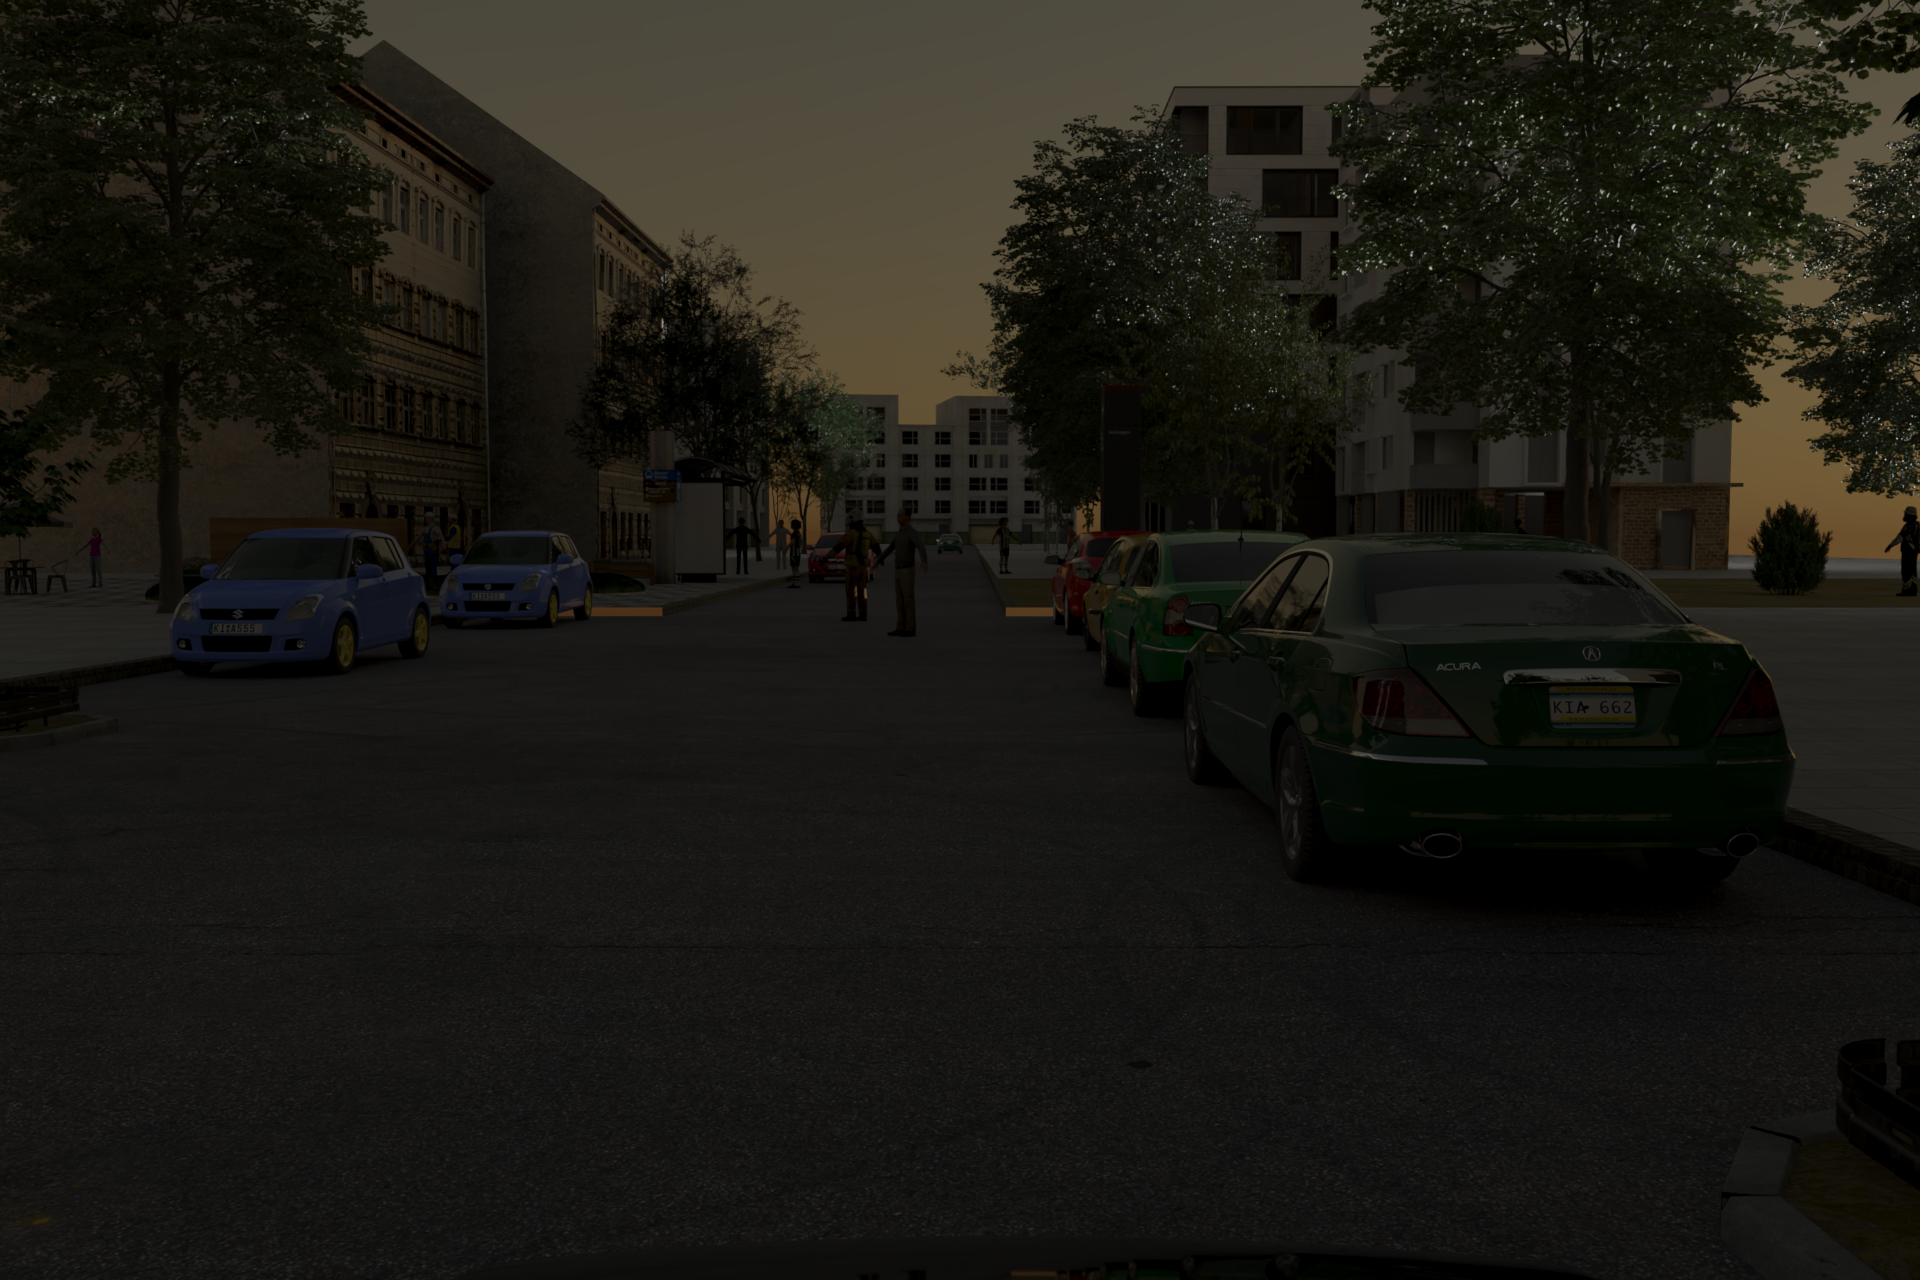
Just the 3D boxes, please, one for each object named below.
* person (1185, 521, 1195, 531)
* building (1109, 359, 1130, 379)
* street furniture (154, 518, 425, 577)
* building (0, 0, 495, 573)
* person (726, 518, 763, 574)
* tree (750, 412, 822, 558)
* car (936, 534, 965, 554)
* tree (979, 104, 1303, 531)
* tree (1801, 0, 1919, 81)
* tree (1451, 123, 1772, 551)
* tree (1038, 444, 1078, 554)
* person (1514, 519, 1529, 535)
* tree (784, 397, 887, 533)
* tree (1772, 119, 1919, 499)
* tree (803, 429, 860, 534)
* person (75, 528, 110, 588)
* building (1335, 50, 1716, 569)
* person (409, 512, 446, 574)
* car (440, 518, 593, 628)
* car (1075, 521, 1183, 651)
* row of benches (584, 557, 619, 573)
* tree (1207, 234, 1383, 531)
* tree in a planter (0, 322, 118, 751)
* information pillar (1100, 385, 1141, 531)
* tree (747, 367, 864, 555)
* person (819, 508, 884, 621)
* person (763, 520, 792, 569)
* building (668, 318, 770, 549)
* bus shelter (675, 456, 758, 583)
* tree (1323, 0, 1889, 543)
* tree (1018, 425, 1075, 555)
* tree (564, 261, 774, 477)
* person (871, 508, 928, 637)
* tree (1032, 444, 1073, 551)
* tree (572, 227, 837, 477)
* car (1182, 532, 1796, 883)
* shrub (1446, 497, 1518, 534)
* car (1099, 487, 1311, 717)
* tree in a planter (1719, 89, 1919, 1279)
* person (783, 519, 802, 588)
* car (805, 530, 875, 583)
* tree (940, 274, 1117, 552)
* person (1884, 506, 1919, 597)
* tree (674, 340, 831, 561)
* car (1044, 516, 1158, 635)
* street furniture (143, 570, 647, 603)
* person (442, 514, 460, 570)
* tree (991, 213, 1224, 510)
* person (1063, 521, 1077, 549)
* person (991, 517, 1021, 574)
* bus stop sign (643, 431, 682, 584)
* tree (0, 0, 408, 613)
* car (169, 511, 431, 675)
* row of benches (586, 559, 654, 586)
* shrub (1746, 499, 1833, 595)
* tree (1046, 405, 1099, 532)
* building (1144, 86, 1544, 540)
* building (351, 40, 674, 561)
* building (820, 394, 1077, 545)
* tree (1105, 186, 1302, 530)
[{"bbox_3d":[8.425,-3.493,63.578,1.216,1.772,0.721,-1,4,-13],"label":"person"},{"bbox_3d":[23.976,-18.459,168.256,16.747,18.905,31.486,0,3,0],"label":"building"},{"bbox_3d":[-19.655,-2.523,48.103,9.812,1.723,11.010,-1,4,-23],"label":"street furniture"},{"bbox_3d":[-29.698,-14.336,65.316,19.493,23.208,18.063,0,4,1],"label":"building"},{"bbox_3d":[-6.936,-2.991,55.097,1.347,1.806,0.705,0,4,-7],"label":"person"},{"bbox_3d":[-10.150,-8.831,94.756,4.360,8.622,3.978,0,3,0],"label":"tree"},{"bbox_3d":[-0.704,-7.001,126.265,2.131,1.459,4.920,0,4,1],"label":"car"},{"bbox_3d":[5.483,-8.896,52.112,9.857,13.997,8.962,0,3,0],"label":"tree"},{"bbox_3d":[7.992,-5.605,9.762,7.486,12.596,7.792,0,3,0],"label":"tree"},{"bbox_3d":[16.534,-7.252,44.319,9.928,11.665,9.643,0,3,0],"label":"tree"},{"bbox_3d":[6.542,-9.900,112.223,4.737,8.622,4.395,0,3,0],"label":"tree"},{"bbox_3d":[17.099,-2.827,52.937,0.721,1.740,1.216,-3,5,-42],"label":"person"},{"bbox_3d":[-9.556,-12.379,128.155,9.928,11.665,9.643,0,3,0],"label":"tree"},{"bbox_3d":[27.902,-8.644,47.988,9.857,13.997,8.962,0,3,0],"label":"tree"},{"bbox_3d":[-9.211,-10.370,119.905,4.737,8.622,4.395,0,3,0],"label":"tree"},{"bbox_3d":[-20.562,-1.948,41.111,0.991,1.433,0.599,1,4,17],"label":"person"},{"bbox_3d":[21.455,-13.309,74.030,16.016,20.090,11.380,0,4,0],"label":"building"},{"bbox_3d":[-13.534,-2.344,44.174,1.347,1.847,0.705,2,4,33],"label":"person"},{"bbox_3d":[-7.037,-1.103,27.618,1.945,1.707,3.694,0,4,0],"label":"car"},{"bbox_3d":[2.389,-0.604,20.105,2.015,1.641,3.980,0,4,-1],"label":"car"},{"bbox_3d":[-10.882,-1.873,46.093,4.104,0.672,1.422,-1,4,-17],"label":"row of benches"},{"bbox_3d":[8.285,-5.701,43.568,4.737,8.622,4.395,0,3,0],"label":"tree"},{"bbox_3d":[-7.125,-0.906,12.033,1.991,3.239,1.994,0,4,0],"label":"tree in a planter"},{"bbox_3d":[2.823,-2.516,30.516,0.750,3.857,0.750,0,4,-2],"label":"information pillar"},{"bbox_3d":[-9.857,-11.188,108.680,9.928,11.665,9.643,0,3,0],"label":"tree"},{"bbox_3d":[-1.728,-1.241,28.524,1.354,1.858,0.705,-3,5,-43],"label":"person"},{"bbox_3d":[-6.520,-3.488,63.215,1.347,1.806,0.705,0,4,-3],"label":"person"},{"bbox_3d":[-27.623,-17.769,156.983,16.747,18.905,31.486,0,4,1],"label":"building"},{"bbox_3d":[-6.921,-3.305,47.963,2.014,3.302,5.546,0,4,0],"label":"bus shelter"},{"bbox_3d":[8.873,-6.512,24.599,7.486,12.596,7.792,0,3,0],"label":"tree"},{"bbox_3d":[5.487,-9.625,107.728,4.360,8.622,3.978,0,3,0],"label":"tree"},{"bbox_3d":[-9.820,-7.601,58.684,7.601,10.594,8.767,-1,4,-14],"label":"tree"},{"bbox_3d":[-0.798,-0.952,24.289,0.705,1.796,1.348,-2,4,-35],"label":"person"},{"bbox_3d":[6.052,-8.982,97.216,4.737,8.622,4.395,0,3,0],"label":"tree"},{"bbox_3d":[-10.179,-9.724,69.357,12.009,13.543,11.850,0,3,0],"label":"tree"},{"bbox_3d":[2.248,0.198,8.555,2.131,1.459,4.920,0,4,-1],"label":"car"},{"bbox_3d":[10.825,-1.964,36.157,1.661,2.075,1.752,0,3,0],"label":"shrub"},{"bbox_3d":[2.233,-0.378,14.970,1.959,1.807,4.718,0,4,-1],"label":"car"},{"bbox_3d":[2.541,-0.356,3.045,1.991,3.239,1.994,0,4,0],"label":"tree in a planter"},{"bbox_3d":[-4.389,-2.279,45.868,0.704,1.843,1.345,1,4,10],"label":"person"},{"bbox_3d":[-3.544,-2.634,52.108,2.155,1.783,4.494,0,4,0],"label":"car"},{"bbox_3d":[4.948,-16.551,126.504,12.611,20.169,13.585,0,3,0],"label":"tree"},{"bbox_3d":[19.535,-1.828,35.671,1.354,1.856,0.705,-2,4,-31],"label":"person"},{"bbox_3d":[-9.689,-8.997,81.518,7.601,10.594,8.767,3,5,45],"label":"tree"},{"bbox_3d":[2.376,-1.043,26.096,2.155,1.783,4.494,0,4,0],"label":"car"},{"bbox_3d":[-11.753,-1.274,36.449,10.072,0.657,5.734,-2,4,-30],"label":"street furniture"},{"bbox_3d":[-13.922,-2.541,47.517,0.705,1.833,1.349,0,4,-2],"label":"person"},{"bbox_3d":[6.057,-9.994,70.065,9.857,13.997,8.962,0,3,0],"label":"tree"},{"bbox_3d":[3.795,-3.126,57.921,0.721,1.733,1.217,-2,4,-29],"label":"person"},{"bbox_3d":[1.446,-3.032,55.713,1.345,1.843,0.704,-3,5,-45],"label":"person"},{"bbox_3d":[-7.617,-3.386,44.384,0.837,3.901,0.837,0,4,1],"label":"bus stop sign"},{"bbox_3d":[-12.650,-6.732,28.190,7.486,12.596,7.792,0,3,0],"label":"tree"},{"bbox_3d":[-7.076,-0.561,18.769,1.945,1.707,3.694,0,4,1],"label":"car"},{"bbox_3d":[-9.527,-1.688,43.059,4.104,0.672,1.422,0,4,-6],"label":"row of benches"},{"bbox_3d":[17.463,-1.960,36.473,1.690,2.028,1.600,0,3,0],"label":"shrub"},{"bbox_3d":[5.937,-8.104,82.865,4.737,8.622,4.395,0,3,0],"label":"tree"},{"bbox_3d":[23.866,-15.389,95.580,27.936,21.610,32.646,0,4,1],"label":"building"},{"bbox_3d":[-25.528,-15.639,86.632,19.493,23.208,18.063,0,4,0],"label":"building"},{"bbox_3d":[-1.912,-21.938,227.606,31.486,18.905,16.747,-1,4,-10],"label":"building"},{"bbox_3d":[5.301,-5.264,36.425,4.737,8.622,4.395,0,3,0],"label":"tree"}]
